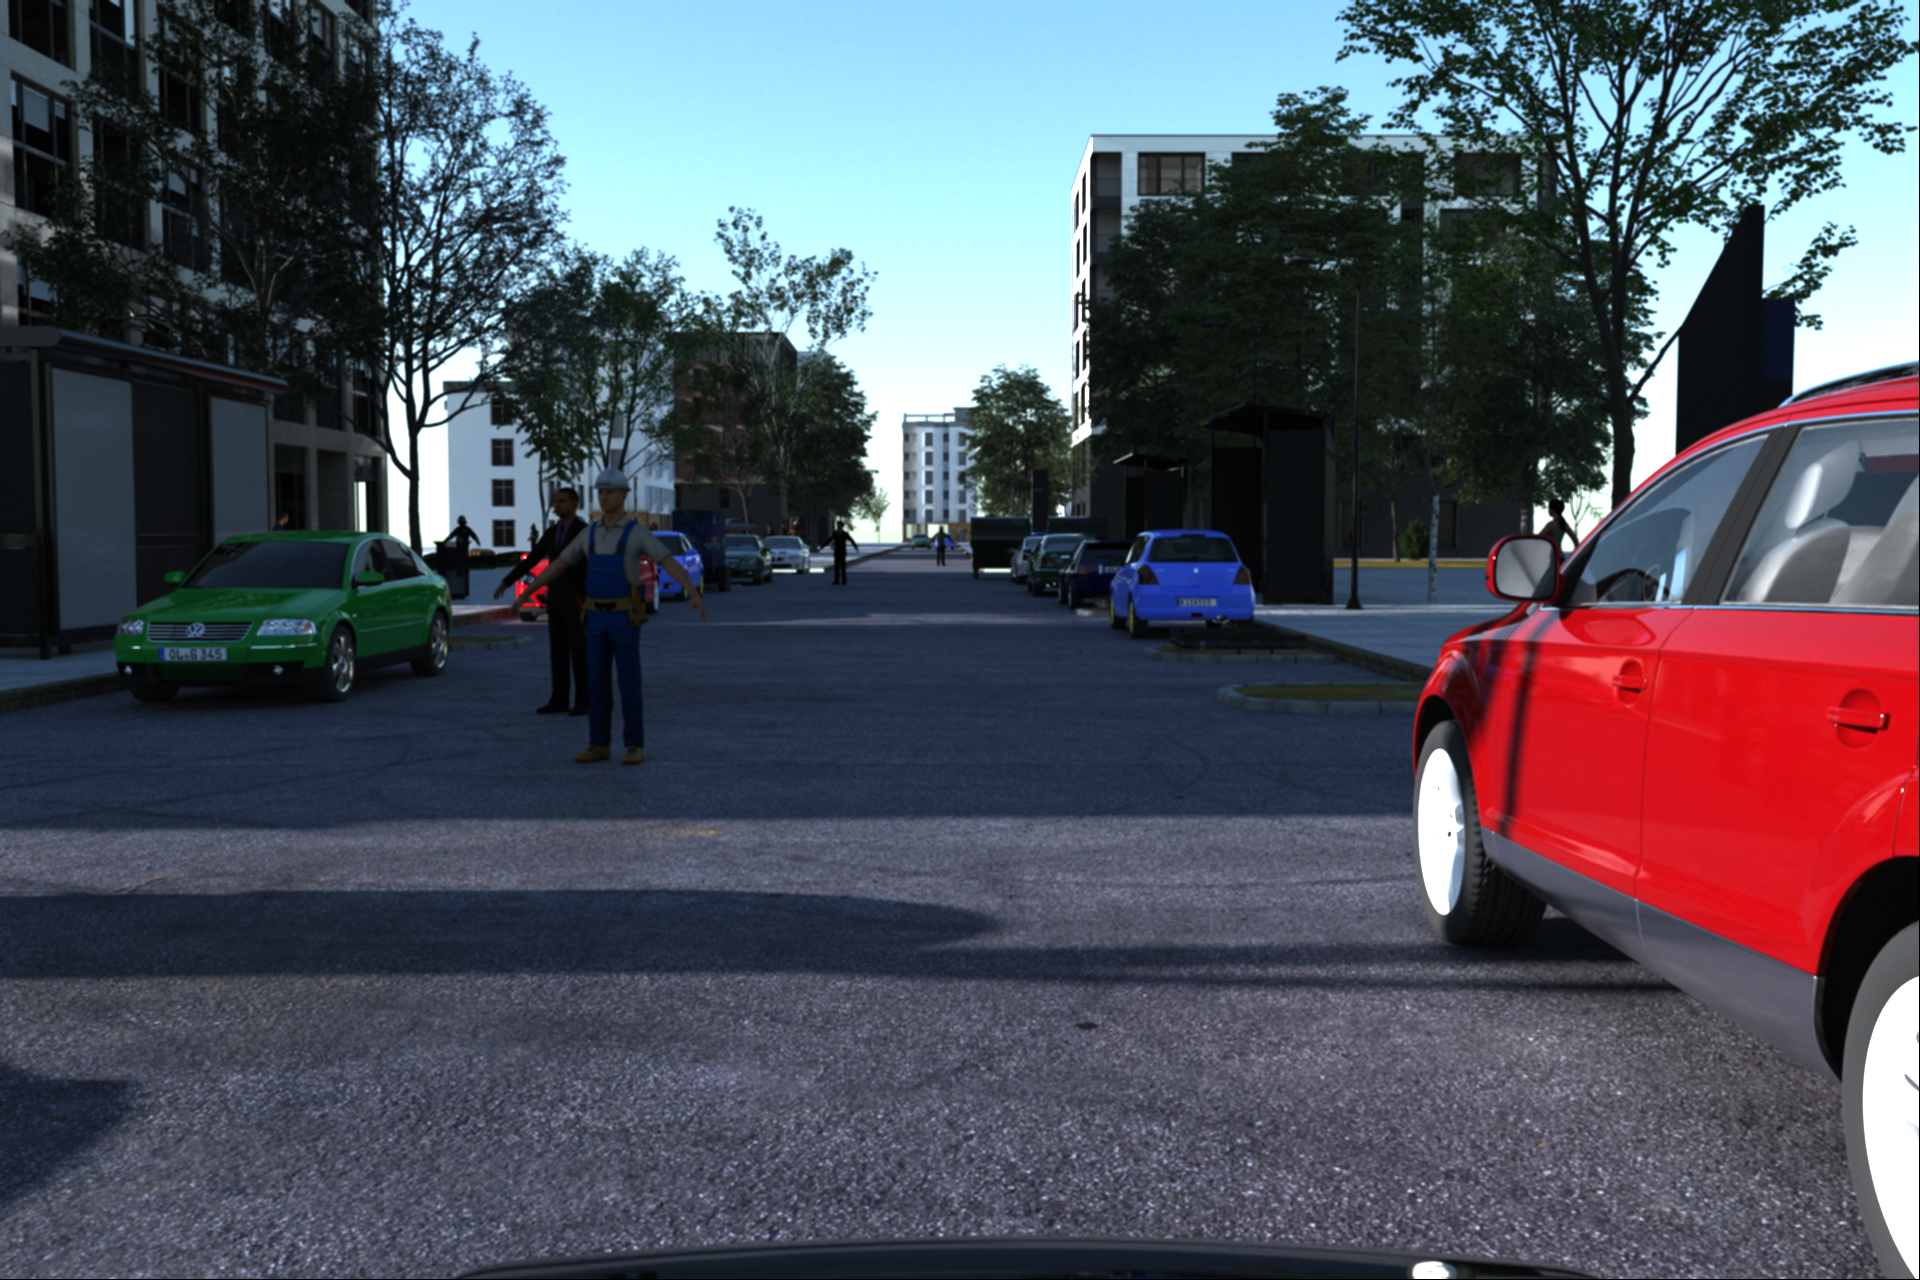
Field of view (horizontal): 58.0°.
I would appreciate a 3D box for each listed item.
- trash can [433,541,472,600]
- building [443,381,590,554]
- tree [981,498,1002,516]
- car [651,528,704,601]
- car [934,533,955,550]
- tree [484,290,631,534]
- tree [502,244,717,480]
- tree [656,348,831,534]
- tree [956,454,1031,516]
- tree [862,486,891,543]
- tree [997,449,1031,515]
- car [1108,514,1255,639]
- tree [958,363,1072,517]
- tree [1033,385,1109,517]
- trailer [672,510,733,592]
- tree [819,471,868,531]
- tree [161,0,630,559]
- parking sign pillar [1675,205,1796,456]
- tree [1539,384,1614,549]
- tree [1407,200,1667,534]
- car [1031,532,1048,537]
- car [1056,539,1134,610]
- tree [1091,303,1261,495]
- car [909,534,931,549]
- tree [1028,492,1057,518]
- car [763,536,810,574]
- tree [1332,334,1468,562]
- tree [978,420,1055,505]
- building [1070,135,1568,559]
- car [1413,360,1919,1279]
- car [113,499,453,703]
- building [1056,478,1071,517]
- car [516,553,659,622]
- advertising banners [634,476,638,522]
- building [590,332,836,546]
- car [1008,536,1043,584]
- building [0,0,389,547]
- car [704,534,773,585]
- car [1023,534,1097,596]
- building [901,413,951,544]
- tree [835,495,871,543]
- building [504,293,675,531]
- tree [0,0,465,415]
[{"bbox_3d":[-9.986,-1.373,34.108,0.748,1.137,0.748,0,3,0],"label":"trash can"},{"bbox_3d":[-27.797,-10.209,109.068,9.099,9.664,28.070,0,4,-1],"label":"building"},{"bbox_3d":[5.145,-18.729,256.572,4.737,8.622,4.395,0,3,0],"label":"tree"},{"bbox_3d":[-6.670,-1.736,37.977,1.945,1.707,3.694,0,4,-1],"label":"car"},{"bbox_3d":[-1.393,-9.022,157.098,1.945,1.707,3.694,0,4,-2],"label":"car"},{"bbox_3d":[-12.369,-6.241,52.408,4.737,8.622,4.395,0,3,0],"label":"tree"},{"bbox_3d":[-12.664,-8.390,62.939,9.928,11.665,9.643,0,3,0],"label":"tree"},{"bbox_3d":[-10.595,-9.298,86.434,8.767,10.594,7.601,-2,4,-26],"label":"tree"},{"bbox_3d":[4.109,-14.412,170.048,8.767,10.594,7.601,-1,4,-23],"label":"tree"},{"bbox_3d":[-12.231,-18.701,256.117,4.737,8.622,4.395,0,3,0],"label":"tree"},{"bbox_3d":[4.802,-11.714,141.878,4.360,8.622,3.978,0,3,0],"label":"tree"},{"bbox_3d":[3.140,-0.944,25.033,1.945,1.707,3.694,0,4,-1],"label":"car"},{"bbox_3d":[4.743,-13.569,128.511,9.857,13.997,8.962,0,3,0],"label":"tree"},{"bbox_3d":[5.317,-8.276,85.677,4.360,8.622,3.978,0,3,0],"label":"tree"},{"bbox_3d":[-6.485,-2.174,42.592,1.471,1.999,3.904,0,4,-1],"label":"trailer"},{"bbox_3d":[-10.097,-11.944,145.654,4.737,8.622,4.395,0,3,0],"label":"tree"},{"bbox_3d":[-12.695,-7.907,39.655,12.009,13.543,11.850,0,3,0],"label":"tree"},{"bbox_3d":[6.635,-1.618,14.919,1.447,3.967,1.447,0,4,0],"label":"parking sign pillar"},{"bbox_3d":[27.605,-7.769,77.390,4.360,8.622,3.978,0,3,0],"label":"tree"},{"bbox_3d":[21.652,-9.753,66.115,9.857,13.997,8.962,0,3,0],"label":"tree"},{"bbox_3d":[2.743,-3.041,59.311,1.945,1.707,3.694,0,4,-1],"label":"car"},{"bbox_3d":[2.903,-1.321,34.186,1.945,1.354,3.894,0,4,-1],"label":"car"},{"bbox_3d":[9.717,-9.124,74.940,9.928,11.665,9.643,0,3,0],"label":"tree"},{"bbox_3d":[-3.681,-9.257,163.143,2.131,1.459,4.920,0,3,0],"label":"car"},{"bbox_3d":[13.906,-20.921,260.184,7.486,12.596,7.792,0,3,0],"label":"tree"},{"bbox_3d":[-6.560,-3.149,63.847,2.083,1.381,4.827,0,4,-1],"label":"car"},{"bbox_3d":[19.526,-8.811,78.470,7.601,10.594,8.767,1,4,16],"label":"tree"},{"bbox_3d":[5.181,-14.057,155.593,9.928,11.665,9.643,0,3,0],"label":"tree"},{"bbox_3d":[20.551,-15.986,105.343,27.936,21.610,32.646,0,4,0],"label":"building"},{"bbox_3d":[2.687,0.259,4.432,2.281,1.827,5.304,0,3,0],"label":"car"},{"bbox_3d":[-6.134,-0.449,16.139,1.959,1.807,4.718,0,3,0],"label":"car"},{"bbox_3d":[18.266,-17.713,231.759,9.099,9.664,28.070,0,4,-1],"label":"building"},{"bbox_3d":[-6.325,-1.263,29.694,2.155,1.783,4.494,0,4,-1],"label":"car"},{"bbox_3d":[-9.834,-3.405,51.866,0.090,3.025,2.074,0,4,0],"label":"advertising banners"},{"bbox_3d":[-28.645,-21.246,191.344,27.936,21.610,32.646,0,4,-1],"label":"building"},{"bbox_3d":[2.484,-2.346,50.717,2.083,1.381,4.827,0,4,-1],"label":"car"},{"bbox_3d":[-30.637,-14.896,46.752,19.351,26.588,34.151,0,4,-1],"label":"building"},{"bbox_3d":[-6.479,-2.344,50.124,2.131,1.459,4.920,0,4,-1],"label":"car"},{"bbox_3d":[2.580,-1.803,41.270,2.131,1.459,4.920,0,4,0],"label":"car"},{"bbox_3d":[-8.465,-24.598,261.058,11.380,20.090,16.016,0,4,-8],"label":"building"},{"bbox_3d":[-16.737,-20.088,262.856,7.601,10.594,8.767,1,4,9],"label":"tree"},{"bbox_3d":[-29.472,-17.132,136.523,16.016,20.090,11.380,0,4,-1],"label":"building"},{"bbox_3d":[-12.292,-5.791,29.089,8.767,10.594,7.601,1,4,14],"label":"tree"}]
